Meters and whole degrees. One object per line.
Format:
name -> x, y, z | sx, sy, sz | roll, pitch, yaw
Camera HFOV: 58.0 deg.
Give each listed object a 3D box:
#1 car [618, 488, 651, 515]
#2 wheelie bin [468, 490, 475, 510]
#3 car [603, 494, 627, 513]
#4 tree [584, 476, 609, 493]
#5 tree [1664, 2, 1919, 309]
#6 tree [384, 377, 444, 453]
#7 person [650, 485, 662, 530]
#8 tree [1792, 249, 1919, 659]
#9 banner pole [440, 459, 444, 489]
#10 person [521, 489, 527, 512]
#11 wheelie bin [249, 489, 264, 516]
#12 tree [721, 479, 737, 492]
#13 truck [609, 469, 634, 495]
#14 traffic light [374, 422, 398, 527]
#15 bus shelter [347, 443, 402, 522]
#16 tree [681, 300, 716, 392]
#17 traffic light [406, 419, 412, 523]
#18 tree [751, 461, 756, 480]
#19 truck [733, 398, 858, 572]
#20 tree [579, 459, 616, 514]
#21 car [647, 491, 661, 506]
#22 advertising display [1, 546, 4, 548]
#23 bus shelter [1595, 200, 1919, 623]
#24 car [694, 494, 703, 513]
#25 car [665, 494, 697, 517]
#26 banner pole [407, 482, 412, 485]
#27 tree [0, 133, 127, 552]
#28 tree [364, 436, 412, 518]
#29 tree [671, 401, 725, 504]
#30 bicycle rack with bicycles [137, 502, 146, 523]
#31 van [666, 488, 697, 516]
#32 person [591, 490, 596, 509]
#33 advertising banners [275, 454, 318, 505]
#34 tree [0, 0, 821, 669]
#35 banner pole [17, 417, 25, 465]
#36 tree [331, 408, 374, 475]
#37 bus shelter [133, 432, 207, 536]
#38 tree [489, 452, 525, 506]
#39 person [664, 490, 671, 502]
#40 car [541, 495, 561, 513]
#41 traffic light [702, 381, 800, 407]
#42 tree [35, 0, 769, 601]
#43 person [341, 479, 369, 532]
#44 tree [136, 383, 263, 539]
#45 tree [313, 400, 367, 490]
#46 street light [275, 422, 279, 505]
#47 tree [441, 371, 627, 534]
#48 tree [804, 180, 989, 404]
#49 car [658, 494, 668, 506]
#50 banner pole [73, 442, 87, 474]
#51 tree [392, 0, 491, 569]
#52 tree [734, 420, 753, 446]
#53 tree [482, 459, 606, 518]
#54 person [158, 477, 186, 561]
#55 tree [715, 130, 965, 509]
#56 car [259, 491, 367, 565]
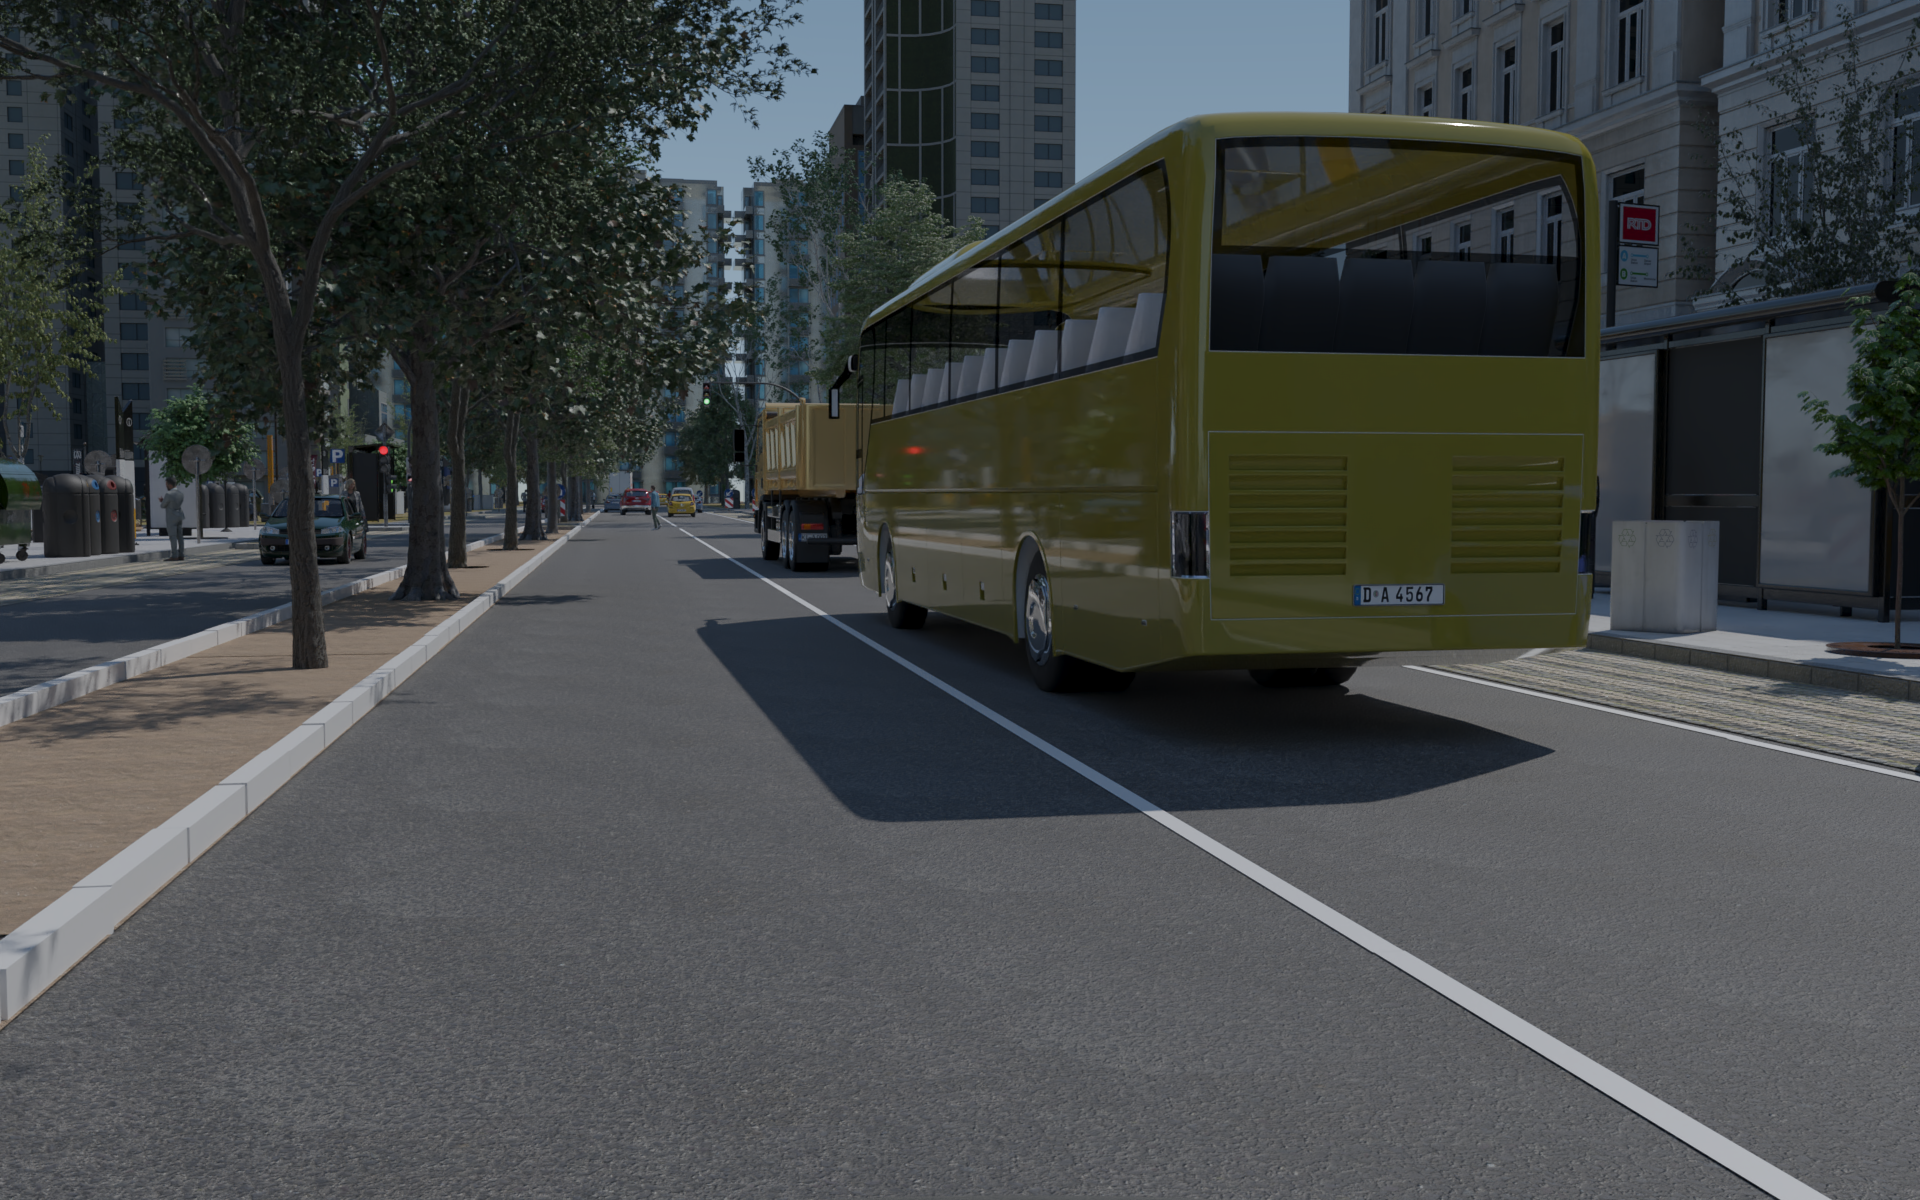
car -> -22.331, -6.759, 119.180 | 2.281, 1.827, 5.304 | -1, 4, -13
wheelie bin -> -38.854, -7.902, 137.101 | 0.980, 1.594, 0.693 | 0, 4, -1
car -> -26.729, -7.489, 134.448 | 2.014, 1.417, 4.499 | -1, 4, -10
tree -> -29.660, -11.327, 138.015 | 4.737, 8.622, 4.395 | 0, 3, 0
tree -> 12.830, -4.585, 25.331 | 4.360, 8.622, 3.978 | 0, 3, 0
tree -> -32.426, -9.422, 104.413 | 4.737, 8.622, 4.395 | 0, 3, 0
person -> -12.057, -3.654, 68.592 | 0.444, 1.785, 0.601 | 1, 4, 22
tree -> 7.414, -1.175, 13.817 | 1.663, 3.219, 1.824 | 0, 3, 0
banner pole -> -35.946, -7.873, 118.743 | 0.401, 3.779, 0.863 | -3, 5, -41
person -> -34.137, -7.779, 135.867 | 0.592, 1.802, 0.473 | 3, 4, 38
wheelie bin -> -41.081, -5.702, 101.134 | 0.693, 1.594, 0.980 | -1, 4, -13
tree -> -23.676, -11.198, 177.682 | 1.663, 3.219, 1.824 | 0, 3, 0
truck -> -39.457, -13.011, 201.647 | 2.839, 4.237, 11.283 | -1, 4, -9
traffic light -> -22.462, -4.820, 67.725 | 0.839, 4.253, 0.868 | -1, 4, -11
bus shelter -> -27.649, -5.547, 81.969 | 1.731, 3.624, 6.357 | -1, 4, -11
tree -> -17.884, -17.886, 148.322 | 12.611, 20.169, 13.585 | 0, 3, 0
traffic light -> -21.955, -6.197, 75.995 | 4.771, 5.953, 1.251 | -1, 4, -11
tree -> -12.537, -8.159, 117.119 | 4.285, 4.588, 4.351 | 0, 3, 0
truck -> -2.650, -2.436, 35.749 | 3.469, 3.379, 9.791 | -1, 4, -12
tree -> -26.607, -12.750, 121.296 | 12.009, 13.543, 11.850 | 0, 3, 0
car -> -38.594, -12.781, 217.636 | 2.281, 1.827, 5.304 | -1, 4, -10
advertising display -> -23.173, -2.196, 41.116 | 0.974, 1.923, 0.123 | 0, 4, 3
bus shelter -> 9.160, -2.678, 21.424 | 2.179, 5.291, 8.768 | -1, 4, -11
car -> -20.589, -7.348, 132.149 | 2.014, 1.417, 4.499 | -1, 4, -11
car -> -17.402, -5.989, 108.141 | 2.015, 1.641, 3.980 | -1, 4, -9
banner pole -> -37.963, -7.939, 119.819 | 0.863, 3.779, 0.401 | 2, 4, 30
tree -> -19.534, -5.230, 35.879 | 4.737, 8.622, 4.395 | 0, 3, 0
tree -> -30.747, -6.687, 93.050 | 4.285, 4.588, 4.351 | 0, 3, 0
tree -> -33.338, -19.562, 226.500 | 9.857, 13.997, 8.962 | 0, 3, 0
bicycle rack with bicycles -> -37.377, -3.934, 77.701 | 2.925, 0.926, 2.852 | 1, 4, 14
van -> -18.159, -6.494, 113.195 | 2.013, 2.044, 4.112 | -1, 4, -10
person -> -34.973, -9.564, 164.850 | 0.705, 1.826, 1.348 | 1, 4, 17
advertising banners -> -29.105, -4.877, 75.920 | 0.090, 3.025, 2.074 | 3, 5, 42
tree -> -5.372, -4.731, 14.228 | 8.767, 10.594, 7.601 | -1, 4, -11
banner pole -> -28.201, -3.796, 52.076 | 0.401, 3.779, 0.863 | -1, 4, -16
tree -> -50.602, -11.886, 144.702 | 4.360, 8.622, 3.978 | 0, 3, 0
bus shelter -> -24.580, -3.760, 55.398 | 2.014, 3.302, 5.546 | -1, 4, -11
tree -> -47.188, -14.068, 180.370 | 4.737, 8.622, 4.395 | 0, 3, 0
person -> -31.277, -10.887, 186.438 | 1.348, 1.831, 0.705 | -3, 5, -42
car -> -31.355, -7.625, 133.714 | 2.155, 1.783, 4.494 | -1, 4, -11
traffic light -> -8.049, -5.855, 70.400 | 4.771, 5.953, 1.251 | -1, 4, -11
tree -> -7.249, -6.347, 23.237 | 9.611, 12.733, 9.660 | 0, 3, 0
person -> -14.595, -2.019, 41.701 | 0.709, 1.800, 0.728 | -2, 4, -35
tree -> -21.933, -4.037, 49.727 | 4.285, 4.588, 4.351 | 0, 3, 0
tree -> -47.281, -11.141, 132.518 | 4.737, 8.622, 4.395 | 0, 3, 0
street light -> -22.377, -5.130, 56.670 | 0.468, 5.910, 1.993 | -1, 4, -11
tree -> -14.924, -8.688, 62.627 | 7.486, 12.596, 7.792 | 0, 3, 0
tree -> -1.843, -8.900, 63.648 | 7.486, 12.596, 7.792 | 0, 3, 0
car -> -34.442, -11.598, 199.843 | 2.015, 1.641, 3.980 | -1, 4, -12
banner pole -> -42.661, -5.754, 84.101 | 0.863, 3.779, 0.401 | 0, 4, 7
tree -> -9.537, -6.400, 32.861 | 9.928, 11.665, 9.643 | 0, 3, 0
tree -> -26.095, -16.141, 189.662 | 9.928, 11.665, 9.643 | 0, 3, 0
tree -> -23.003, -11.791, 101.898 | 9.857, 13.997, 8.962 | 0, 3, 0
person -> -16.842, -1.731, 36.983 | 0.466, 1.800, 0.511 | 0, 4, -1
tree -> -5.666, -14.242, 88.738 | 12.611, 20.169, 13.585 | 0, 3, 0
car -> -13.622, -1.638, 36.567 | 2.009, 1.686, 4.222 | -1, 4, -12
